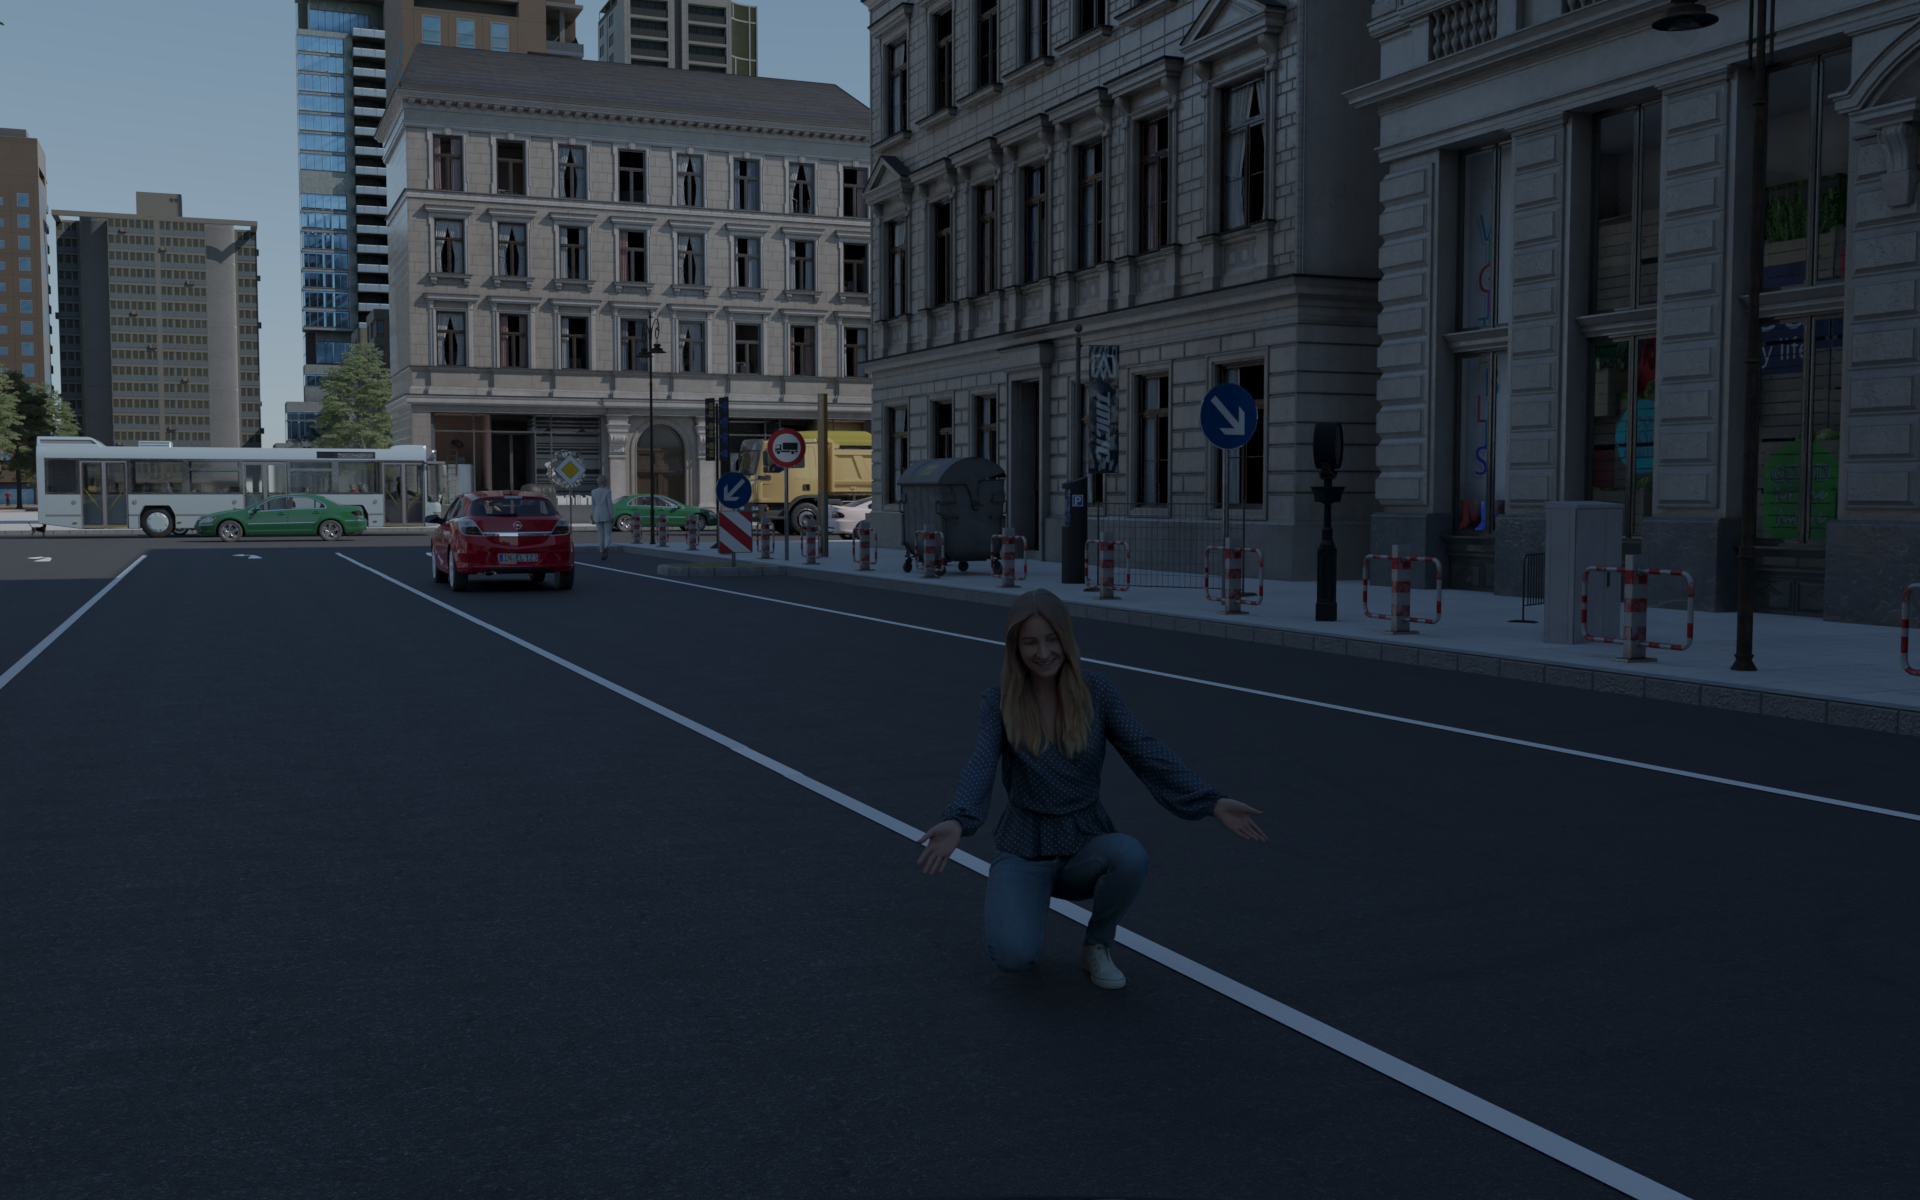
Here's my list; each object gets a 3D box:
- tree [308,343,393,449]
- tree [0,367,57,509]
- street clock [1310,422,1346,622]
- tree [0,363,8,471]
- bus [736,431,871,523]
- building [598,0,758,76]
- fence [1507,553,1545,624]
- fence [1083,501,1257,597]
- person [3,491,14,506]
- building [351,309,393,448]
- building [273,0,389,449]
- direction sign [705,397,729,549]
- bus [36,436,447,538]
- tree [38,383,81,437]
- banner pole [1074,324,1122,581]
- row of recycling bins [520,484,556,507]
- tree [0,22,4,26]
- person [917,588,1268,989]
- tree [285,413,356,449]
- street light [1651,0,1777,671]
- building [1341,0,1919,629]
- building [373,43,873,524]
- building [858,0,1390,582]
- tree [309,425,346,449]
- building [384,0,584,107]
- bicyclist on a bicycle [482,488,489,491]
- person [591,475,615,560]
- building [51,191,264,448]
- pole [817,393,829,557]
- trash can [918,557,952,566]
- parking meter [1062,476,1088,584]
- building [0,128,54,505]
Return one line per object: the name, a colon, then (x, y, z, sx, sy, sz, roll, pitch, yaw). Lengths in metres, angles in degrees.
tree: (-45.030, -12.949, 129.848, 7.486, 12.596, 7.792, 0, 3, 0)
tree: (-80.655, -13.829, 148.166, 6.751, 12.117, 7.091, 0, 3, 0)
street clock: (3.706, -0.789, 17.465, 0.358, 2.002, 0.471, 1, 4, 22)
tree: (-69.899, -12.466, 121.940, 7.486, 12.596, 7.792, 0, 3, 0)
bus: (-2.625, -4.747, 69.161, 12.252, 3.916, 2.896, -1, 4, -22)
building: (-39.051, -49.484, 247.317, 20.611, 71.187, 20.563, -2, 4, -23)
fence: (6.252, -0.162, 18.017, 0.278, 0.683, 2.069, 3, 5, 40)
fence: (2.691, -0.679, 22.308, 2.264, 1.192, 0.480, 2, 4, 34)
person: (-110.220, -11.744, 200.459, 1.348, 1.831, 0.705, -1, 4, -9)
building: (-47.550, -20.506, 180.308, 27.650, 21.520, 28.899, -2, 4, -23)
building: (-76.229, -56.232, 232.066, 31.000, 86.520, 22.319, -2, 4, -23)
direction sign: (-5.703, -2.979, 40.712, 0.876, 3.537, 0.379, 3, 5, 45)
bus: (-23.680, -3.903, 58.680, 13.247, 3.499, 2.948, -1, 4, -22)
tree: (-92.614, -15.739, 175.460, 7.486, 12.596, 7.792, 0, 3, 0)
banner pole: (1.968, -2.178, 25.627, 0.863, 3.779, 0.401, -1, 4, -10)
row of recycling bins: (-17.084, -3.870, 70.385, 1.069, 1.692, 3.534, 0, 4, -1)
tree: (-21.748, -10.494, 29.917, 12.611, 20.169, 13.585, 0, 3, 0)
person: (0.380, 0.546, 5.078, 1.012, 1.151, 0.738, 0, 4, -1)
tree: (-70.576, -15.726, 191.533, 8.767, 10.594, 7.601, -2, 4, -26)
street light: (5.712, -2.425, 12.444, 0.468, 5.910, 1.993, -2, 4, -23)
building: (13.794, -11.506, 17.006, 11.050, 23.489, 19.941, -2, 4, -23)
building: (-23.194, -13.748, 75.691, 40.483, 20.767, 10.553, -2, 4, -23)
building: (5.605, -10.416, 34.935, 10.561, 19.102, 19.286, -2, 4, -23)
tree: (-63.722, -13.718, 174.647, 4.360, 8.622, 3.978, 0, 3, 0)
building: (-39.595, -30.210, 144.046, 14.600, 45.320, 14.200, -2, 4, -23)
bicyclist on a bicycle: (-15.173, -2.790, 55.631, 1.625, 1.676, 1.499, -2, 4, -24)
person: (-7.707, -1.773, 37.371, 0.514, 1.842, 0.818, 0, 4, -5)
building: (-104.036, -32.668, 226.006, 23.993, 40.220, 32.217, -2, 4, -23)
pole: (-2.784, -2.528, 35.172, 0.158, 3.312, 0.155, 0, 3, 0)
trash can: (-0.454, -1.188, 31.079, 0.748, 1.137, 0.748, 0, 3, 0)
parking meter: (1.645, -1.006, 24.854, 0.372, 1.533, 0.369, 0, 3, 0)
building: (-118.415, -34.224, 209.675, 14.200, 45.320, 14.600, -2, 4, -23)
